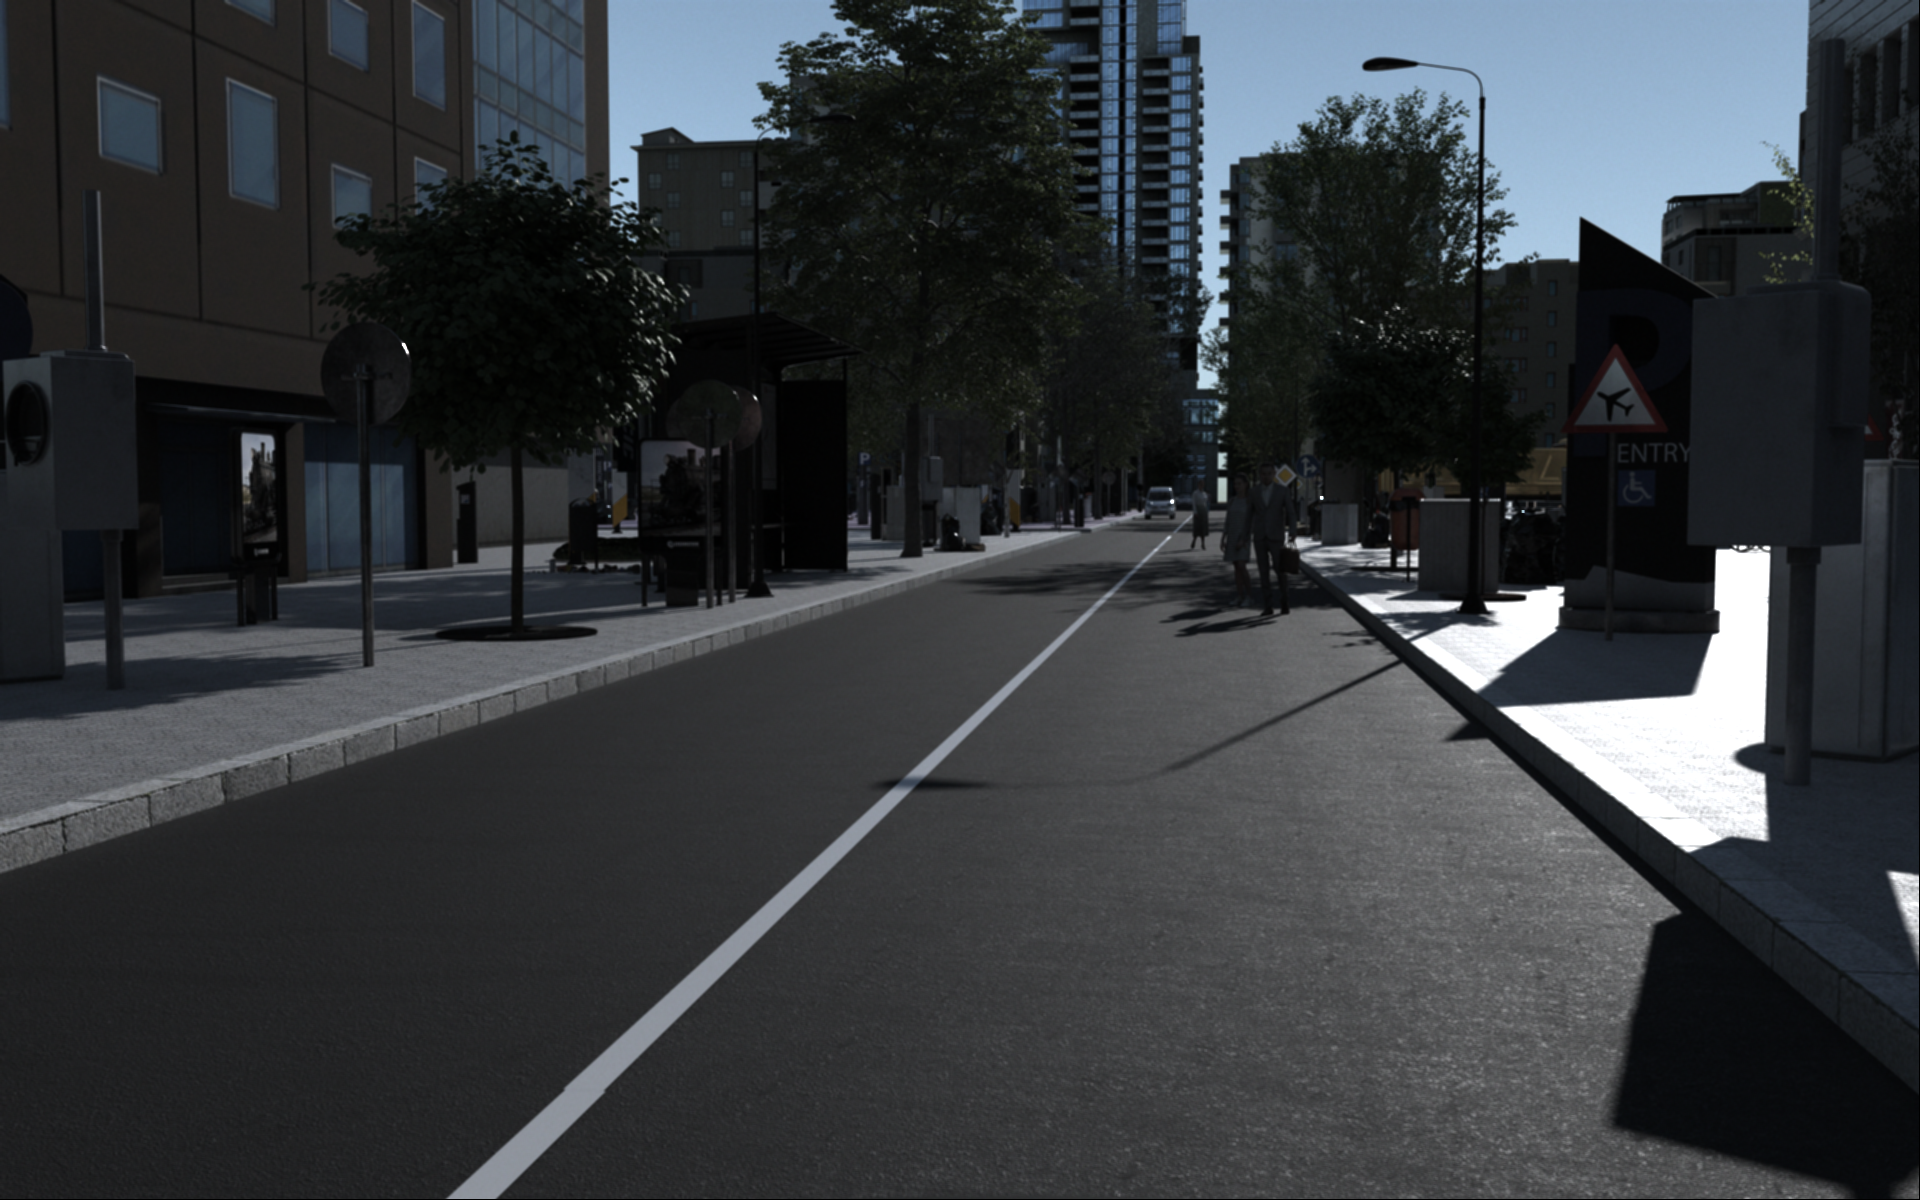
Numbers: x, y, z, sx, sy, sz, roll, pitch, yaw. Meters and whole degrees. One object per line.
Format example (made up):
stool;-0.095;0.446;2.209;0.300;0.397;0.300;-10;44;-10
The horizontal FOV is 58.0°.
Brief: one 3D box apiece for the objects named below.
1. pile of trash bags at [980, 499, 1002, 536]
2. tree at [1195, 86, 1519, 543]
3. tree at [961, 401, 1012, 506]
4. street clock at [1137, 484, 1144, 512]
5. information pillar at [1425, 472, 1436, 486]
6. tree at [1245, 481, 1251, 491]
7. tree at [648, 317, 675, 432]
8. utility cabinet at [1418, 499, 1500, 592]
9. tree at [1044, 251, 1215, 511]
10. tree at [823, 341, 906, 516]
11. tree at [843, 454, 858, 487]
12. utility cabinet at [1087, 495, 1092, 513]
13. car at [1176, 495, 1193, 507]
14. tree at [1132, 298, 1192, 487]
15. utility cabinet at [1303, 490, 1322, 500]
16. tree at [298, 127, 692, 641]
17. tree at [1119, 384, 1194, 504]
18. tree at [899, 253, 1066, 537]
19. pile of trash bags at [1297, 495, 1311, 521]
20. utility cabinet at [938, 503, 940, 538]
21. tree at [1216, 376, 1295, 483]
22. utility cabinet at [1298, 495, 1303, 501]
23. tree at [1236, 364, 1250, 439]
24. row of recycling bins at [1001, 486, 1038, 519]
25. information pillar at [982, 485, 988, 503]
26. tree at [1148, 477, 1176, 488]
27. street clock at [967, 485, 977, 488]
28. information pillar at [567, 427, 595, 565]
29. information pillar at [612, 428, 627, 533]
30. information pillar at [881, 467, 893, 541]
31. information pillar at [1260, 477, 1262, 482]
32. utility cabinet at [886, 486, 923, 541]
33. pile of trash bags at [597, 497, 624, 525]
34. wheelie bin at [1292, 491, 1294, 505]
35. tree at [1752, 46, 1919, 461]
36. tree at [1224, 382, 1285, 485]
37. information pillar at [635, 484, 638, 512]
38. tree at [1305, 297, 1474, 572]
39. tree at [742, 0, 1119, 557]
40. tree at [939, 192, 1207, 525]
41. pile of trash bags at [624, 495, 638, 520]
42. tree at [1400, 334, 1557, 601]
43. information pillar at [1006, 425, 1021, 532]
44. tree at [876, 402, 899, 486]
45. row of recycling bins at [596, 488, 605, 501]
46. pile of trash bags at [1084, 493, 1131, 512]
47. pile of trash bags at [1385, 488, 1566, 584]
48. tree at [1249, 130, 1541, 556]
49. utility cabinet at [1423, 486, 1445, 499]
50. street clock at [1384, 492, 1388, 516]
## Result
pile of trash bags;0.041;-2.749;54.690;1.912;1.369;3.447;-1;4;-15
tree;10.458;-7.305;45.190;9.928;11.665;9.643;0;3;0
tree;2.022;-10.893;128.459;4.737;8.622;4.395;0;3;0
street clock;12.672;-7.164;121.703;0.358;2.002;0.471;-3;4;-38
information pillar;15.496;-3.216;57.079;0.304;2.012;0.304;0;4;-2
tree;28.984;-10.997;174.407;1.663;3.219;1.824;0;3;0
tree;-11.480;-7.414;71.583;4.360;8.622;3.978;0;3;0
utility cabinet;6.598;-0.718;22.908;1.020;1.237;0.306;1;4;18
tree;12.854;-16.994;133.740;12.611;20.169;13.585;0;3;0
tree;-5.503;-7.994;81.072;4.737;8.622;4.395;0;3;0
tree;-9.604;-11.581;139.716;4.360;8.622;3.978;0;3;0
utility cabinet;9.262;-6.684;120.450;0.306;1.237;1.020;-2;4;-31
car;25.448;-11.214;195.709;2.083;1.381;4.827;1;4;10
tree;6.728;-10.274;86.104;7.486;12.596;7.792;0;3;0
utility cabinet;17.636;-4.770;86.675;0.318;1.500;1.173;-2;4;-25
tree;-4.111;-1.952;15.626;4.285;4.588;4.351;0;3;0
tree;17.879;-15.179;165.184;9.611;12.733;9.660;0;3;0
tree;1.245;-6.142;50.789;4.360;8.622;3.978;0;3;0
pile of trash bags;15.845;-4.404;81.752;3.447;1.369;1.912;-3;5;-39
utility cabinet;-0.766;-2.402;50.429;1.020;1.237;0.306;1;4;17
tree;28.393;-15.165;166.068;7.486;12.596;7.792;0;3;0
utility cabinet;26.589;-7.681;136.751;1.020;1.237;0.306;0;4;-8
tree;14.551;-7.738;76.872;4.737;8.622;4.395;0;3;0
row of recycling bins;3.169;-4.769;85.086;1.069;1.692;3.534;-3;5;-41
information pillar;1.377;-6.441;96.671;0.183;3.616;0.504;3;4;39
tree;23.477;-13.416;203.063;4.285;4.588;4.351;0;3;0
street clock;0.601;-5.045;87.060;0.471;2.002;0.358;3;4;37
information pillar;-6.848;-2.440;31.251;0.504;3.616;0.183;0;4;-6
information pillar;-11.134;-3.988;56.564;0.504;3.616;0.183;-1;4;-14
information pillar;-2.012;-2.637;47.600;0.304;2.012;0.304;-1;4;-9
information pillar;21.399;-7.993;122.046;0.504;3.616;0.183;0;4;-3
utility cabinet;-1.451;-2.318;46.585;0.318;1.500;1.173;3;5;43
pile of trash bags;-16.010;-3.795;71.807;1.912;1.369;3.447;3;4;36
wheelie bin;13.610;-3.973;72.860;0.980;1.594;0.693;3;5;45
tree;15.082;-4.723;27.585;4.360;8.622;3.978;0;3;0
tree;18.619;-9.609;107.467;4.360;8.622;3.978;0;3;0
information pillar;-23.543;-7.463;126.519;0.304;2.012;0.304;-1;4;-9
tree;7.296;-2.771;29.012;4.285;4.588;4.351;0;3;0
tree;-0.553;-7.153;35.084;7.486;12.596;7.792;0;3;0
tree;4.295;-9.856;71.511;12.009;13.543;11.850;0;3;0
pile of trash bags;-16.376;-4.569;84.450;3.447;1.369;1.912;2;4;35
tree;6.435;-1.613;20.969;1.663;3.219;1.824;0;3;0
information pillar;1.787;-4.076;57.992;0.504;3.616;0.183;1;4;18
tree;-4.234;-10.644;124.397;4.360;8.622;3.978;0;3;0
row of recycling bins;-23.741;-6.303;110.168;3.534;1.692;1.069;1;4;19
pile of trash bags;10.687;-7.150;126.653;3.447;1.369;1.912;-1;4;-22
pile of trash bags;7.980;-0.953;25.328;3.447;1.369;1.912;0;4;8
tree;9.230;-5.198;35.342;4.737;8.622;4.395;0;3;0
utility cabinet;12.737;-2.317;46.566;0.318;1.500;1.173;0;4;1
street clock;24.870;-5.894;100.944;0.358;2.002;0.471;0;4;-2
